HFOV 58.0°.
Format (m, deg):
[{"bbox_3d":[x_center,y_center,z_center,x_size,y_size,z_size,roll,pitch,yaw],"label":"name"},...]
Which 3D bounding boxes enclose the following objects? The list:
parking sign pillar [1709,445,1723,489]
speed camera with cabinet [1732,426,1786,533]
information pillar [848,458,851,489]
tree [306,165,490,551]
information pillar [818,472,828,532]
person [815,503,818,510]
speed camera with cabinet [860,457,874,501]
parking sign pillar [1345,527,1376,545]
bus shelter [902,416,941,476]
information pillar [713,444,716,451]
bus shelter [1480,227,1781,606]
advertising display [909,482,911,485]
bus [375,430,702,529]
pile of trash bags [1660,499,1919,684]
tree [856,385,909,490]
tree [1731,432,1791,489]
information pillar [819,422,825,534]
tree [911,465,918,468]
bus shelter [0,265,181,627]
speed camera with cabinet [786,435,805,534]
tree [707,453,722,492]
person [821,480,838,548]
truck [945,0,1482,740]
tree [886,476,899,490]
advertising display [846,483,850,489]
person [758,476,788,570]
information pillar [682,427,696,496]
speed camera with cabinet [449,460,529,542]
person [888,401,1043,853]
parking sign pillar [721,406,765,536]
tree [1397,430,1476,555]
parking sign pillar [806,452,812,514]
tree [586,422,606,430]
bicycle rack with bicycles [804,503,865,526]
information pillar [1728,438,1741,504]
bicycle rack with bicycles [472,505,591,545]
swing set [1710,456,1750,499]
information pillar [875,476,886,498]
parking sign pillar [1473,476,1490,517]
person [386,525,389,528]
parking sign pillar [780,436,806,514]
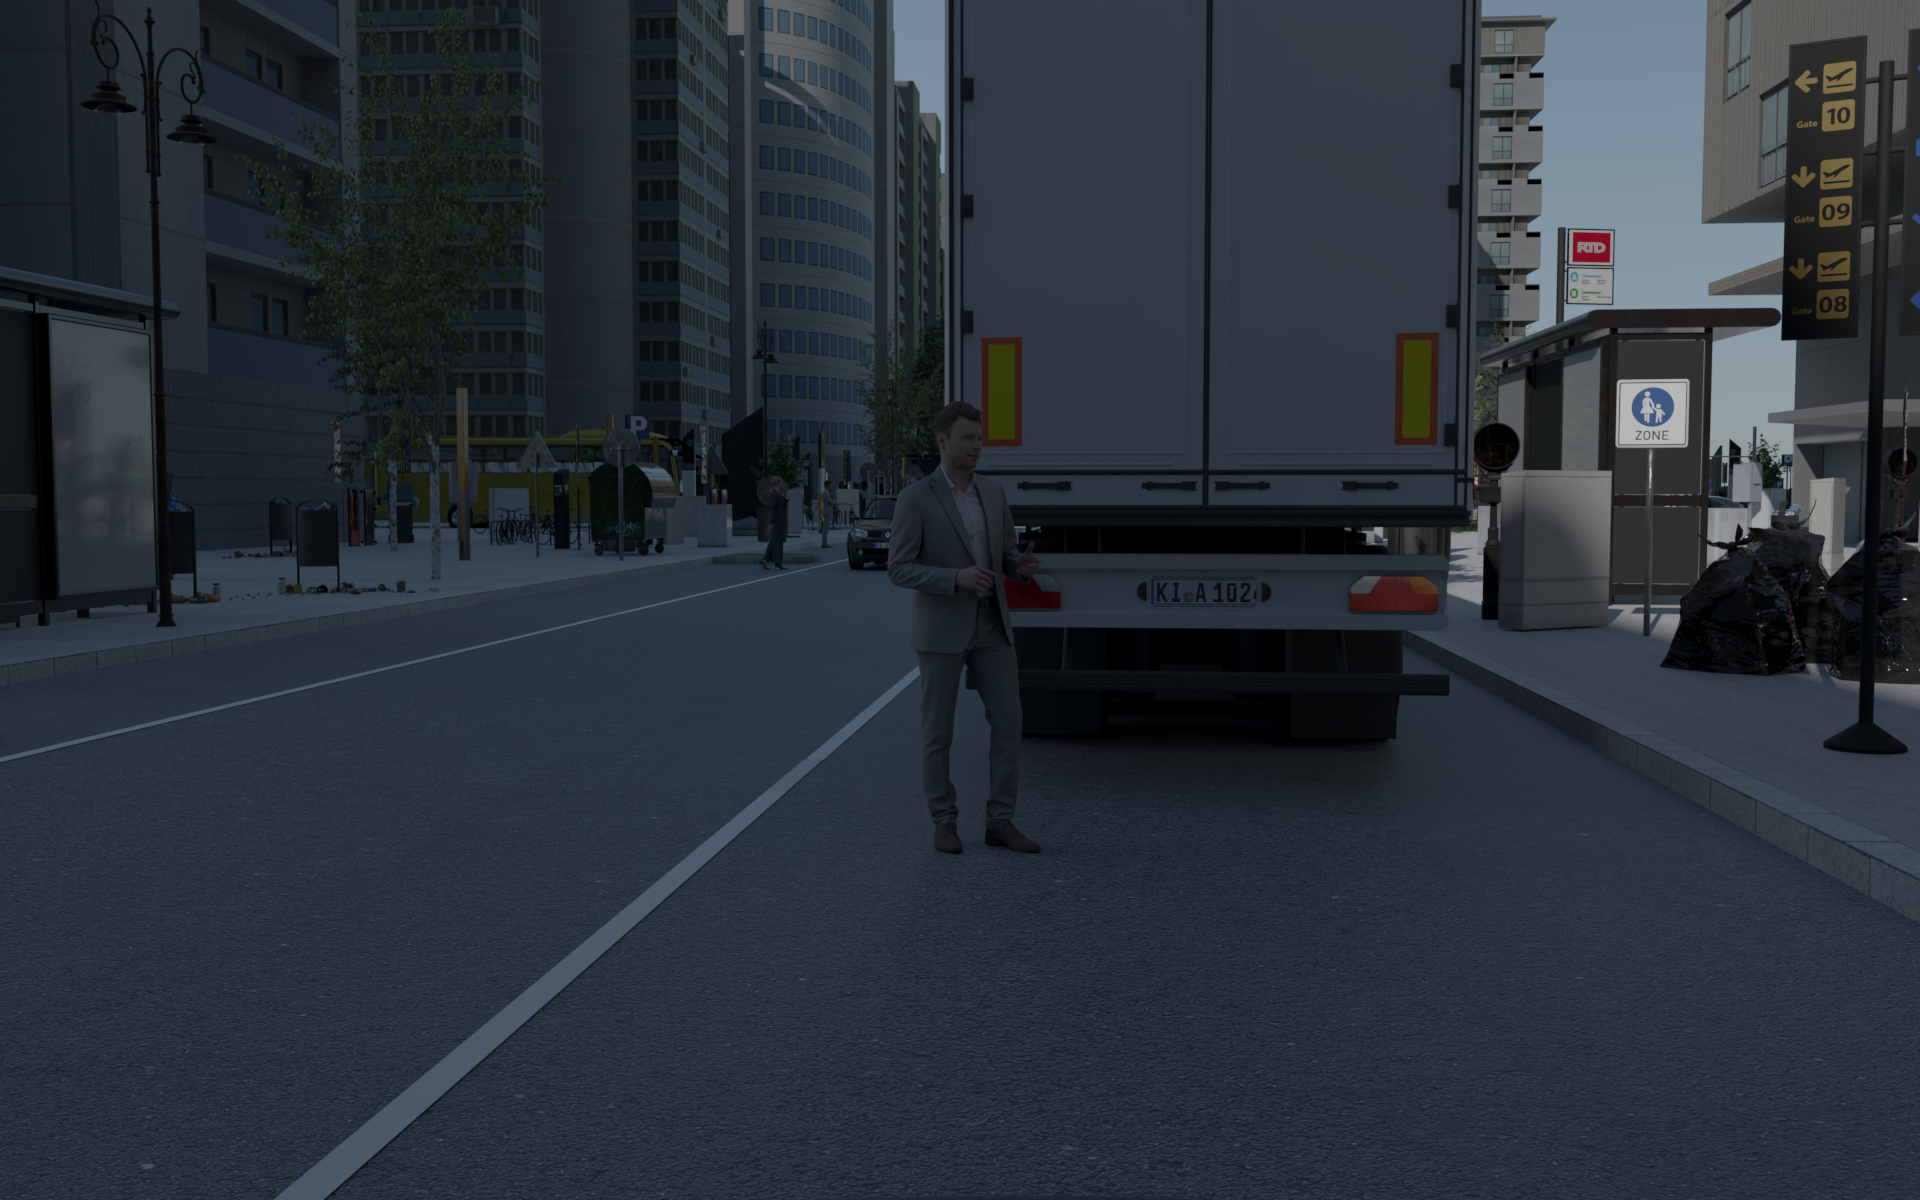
[{"bbox_3d":[41.509,-6.544,95.462,1.447,3.967,1.447,-3,5,-44],"label":"parking sign pillar"},{"bbox_3d":[23.684,-3.483,51.283,2.038,3.252,0.660,-3,4,-36],"label":"speed camera with cabinet"},{"bbox_3d":[-7.191,-7.381,112.026,0.183,3.616,0.504,-2,4,-33],"label":"information pillar"},{"bbox_3d":[-12.735,-5.414,38.885,4.360,8.622,3.978,0,3,0],"label":"tree"},{"bbox_3d":[-4.644,-3.309,58.601,0.304,2.012,0.304,0,4,3],"label":"information pillar"},{"bbox_3d":[-5.296,-3.564,66.681,0.656,1.842,0.836,1,4,15],"label":"person"},{"bbox_3d":[-5.481,-5.980,92.108,2.038,3.252,0.660,2,4,32],"label":"speed camera with cabinet"},{"bbox_3d":[8.591,-3.072,38.706,1.447,3.967,1.447,0,4,1],"label":"parking sign pillar"},{"bbox_3d":[-1.639,-6.996,92.009,2.179,5.291,8.768,0,4,6],"label":"bus shelter"},{"bbox_3d":[-11.454,-5.450,80.464,0.183,3.616,0.504,-2,4,-26],"label":"information pillar"},{"bbox_3d":[8.585,-2.827,23.857,2.179,5.291,8.768,0,4,5],"label":"bus shelter"},{"bbox_3d":[-1.860,-4.504,78.853,0.974,1.923,0.123,1,4,18],"label":"advertising display"},{"bbox_3d":[-16.152,-4.610,66.923,12.252,3.916,2.896,0,4,4],"label":"bus"},{"bbox_3d":[6.979,-0.207,13.144,3.447,1.369,1.912,-3,4,-38],"label":"pile of trash bags"},{"bbox_3d":[-4.907,-10.156,116.419,4.360,8.622,3.978,0,3,0],"label":"tree"},{"bbox_3d":[25.186,-3.676,54.705,1.663,3.219,1.824,0,3,0],"label":"tree"},{"bbox_3d":[-4.457,-3.955,56.019,0.183,3.616,0.504,1,4,10],"label":"information pillar"},{"bbox_3d":[-2.697,-9.775,143.531,4.285,4.588,4.351,0,3,0],"label":"tree"},{"bbox_3d":[-9.880,-2.250,14.412,2.179,5.291,8.768,0,4,5],"label":"bus shelter"},{"bbox_3d":[-5.454,-3.844,57.187,0.660,3.252,2.038,0,4,-3],"label":"speed camera with cabinet"},{"bbox_3d":[-10.830,-5.162,79.000,1.663,3.219,1.824,0,3,0],"label":"tree"},{"bbox_3d":[-3.483,-2.300,46.282,0.466,1.800,0.511,-1,4,-18],"label":"person"},{"bbox_3d":[1.775,-1.503,13.486,2.839,4.237,11.283,0,4,7],"label":"truck"},{"bbox_3d":[-5.087,-7.936,124.357,1.663,3.219,1.824,0,3,0],"label":"tree"},{"bbox_3d":[-6.507,-5.843,100.742,0.123,1.923,0.974,0,4,3],"label":"advertising display"},{"bbox_3d":[-3.510,-1.456,32.728,0.534,1.772,0.576,-1,4,-20],"label":"person"},{"bbox_3d":[-9.458,-4.229,60.504,0.504,3.616,0.183,1,4,15],"label":"information pillar"},{"bbox_3d":[-12.843,-3.234,47.213,2.038,3.252,0.660,-2,4,-25],"label":"speed camera with cabinet"},{"bbox_3d":[0.052,0.110,6.901,0.606,1.804,0.583,-3,4,-37],"label":"person"},{"bbox_3d":[-6.644,-3.957,53.165,1.447,3.967,1.447,0,4,0],"label":"parking sign pillar"},{"bbox_3d":[5.963,-1.720,22.723,1.663,3.219,1.824,0,3,0],"label":"tree"},{"bbox_3d":[-10.088,-7.547,111.862,1.447,3.967,1.447,3,4,39],"label":"parking sign pillar"},{"bbox_3d":[-16.338,-5.848,79.326,4.285,4.588,4.351,0,3,0],"label":"tree"},{"bbox_3d":[-5.407,-3.482,70.320,2.852,0.926,2.925,0,4,-4],"label":"bicycle rack with bicycles"},{"bbox_3d":[32.596,-4.990,72.944,0.504,3.616,0.183,1,4,9],"label":"information pillar"},{"bbox_3d":[-10.912,-1.887,44.239,2.852,0.926,2.925,1,4,22],"label":"bicycle rack with bicycles"},{"bbox_3d":[31.026,-4.476,70.796,3.119,2.851,2.862,-1,4,-12],"label":"swing set"},{"bbox_3d":[-3.181,-3.924,68.642,0.304,2.012,0.304,-2,4,-31],"label":"information pillar"},{"bbox_3d":[28.745,-6.569,95.882,1.447,3.967,1.447,0,4,-1],"label":"parking sign pillar"},{"bbox_3d":[-22.685,-3.466,69.444,0.640,1.303,0.475,0,4,-7],"label":"person"},{"bbox_3d":[-8.043,-5.606,80.123,1.447,3.967,1.447,0,4,-2],"label":"parking sign pillar"}]
